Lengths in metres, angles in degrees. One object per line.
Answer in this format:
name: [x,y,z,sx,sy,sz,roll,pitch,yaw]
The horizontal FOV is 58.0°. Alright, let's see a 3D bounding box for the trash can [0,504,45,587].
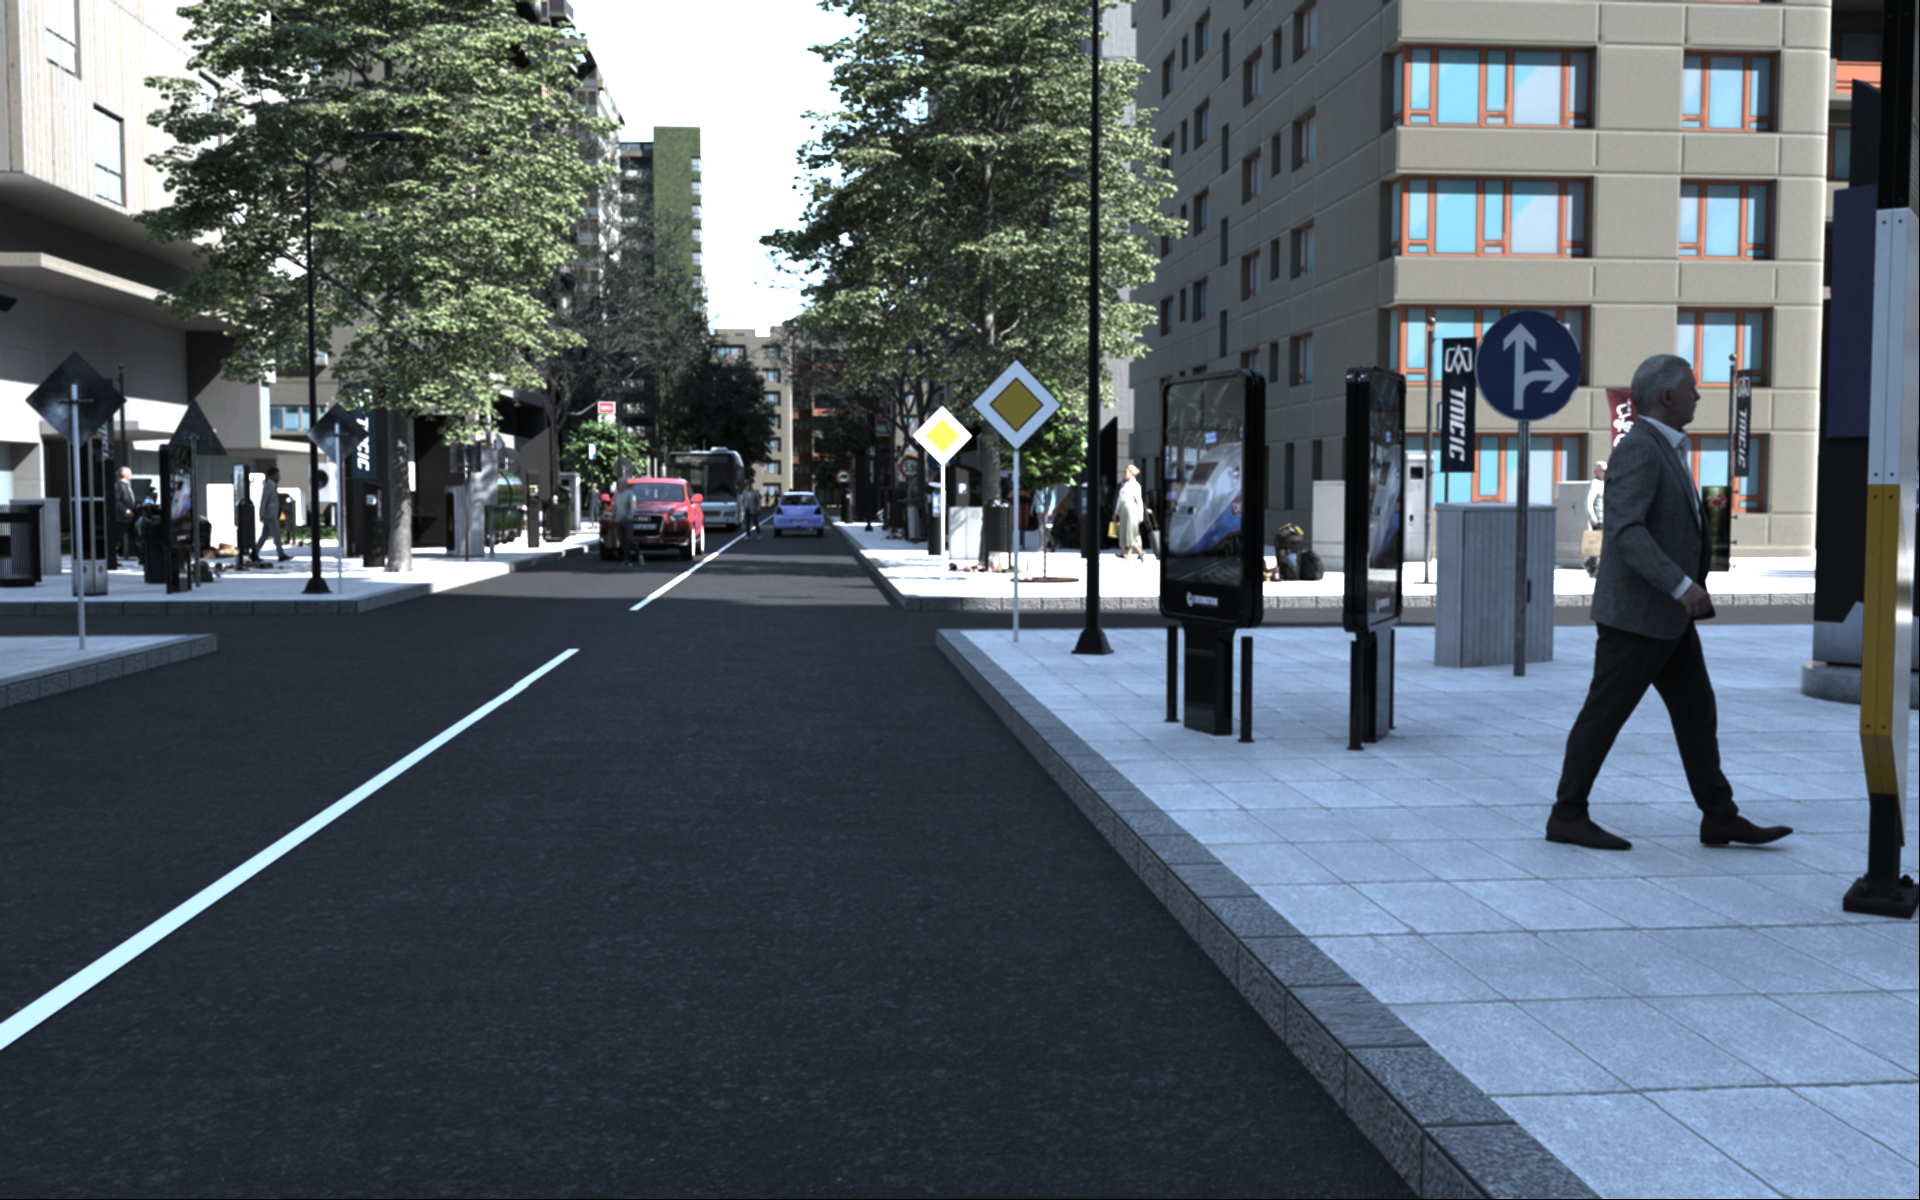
trash can: [-13.081,-0.755,23.990,0.748,1.137,0.748,0,3,0]

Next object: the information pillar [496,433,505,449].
information pillar: [-17.553,-4.579,66.214,0.504,3.616,0.183,3,5,41]

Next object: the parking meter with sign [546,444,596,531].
parking meter with sign: [-13.549,-3.906,60.120,1.738,3.016,0.543,1,4,13]

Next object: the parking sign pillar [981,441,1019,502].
parking sign pillar: [1.628,-5.431,77.273,1.447,3.967,1.447,2,4,24]

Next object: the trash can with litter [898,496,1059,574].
trash can with litter: [0.410,-1.074,28.616,2.233,1.210,1.678,3,5,43]

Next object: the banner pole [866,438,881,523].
banner pole: [-3.844,-5.366,77.752,0.863,3.779,0.401,1,4,16]

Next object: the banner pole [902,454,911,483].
banner pole: [-3.043,-6.598,97.895,0.863,3.779,0.401,-3,5,-43]

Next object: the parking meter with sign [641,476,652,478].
parking meter with sign: [-13.164,-4.614,71.696,1.738,3.016,0.543,1,4,22]

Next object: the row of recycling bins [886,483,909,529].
row of recycling bins: [-1.729,-3.589,65.789,1.069,1.692,3.534,1,4,13]

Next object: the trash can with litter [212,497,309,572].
trash can with litter: [-12.401,-1.125,29.451,1.678,1.210,2.233,0,4,1]

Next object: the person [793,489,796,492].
person: [-10.588,-6.268,111.684,1.217,1.736,0.721,3,5,39]

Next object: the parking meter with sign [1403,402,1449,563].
parking meter with sign: [8.472,-2.217,32.504,1.738,3.016,0.543,-2,4,-24]

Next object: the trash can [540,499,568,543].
trash can: [-10.716,-2.083,45.710,0.748,1.137,0.748,0,3,0]

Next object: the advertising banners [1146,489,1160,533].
advertising banners: [5.840,-3.125,47.284,0.090,3.025,2.074,-3,4,-38]

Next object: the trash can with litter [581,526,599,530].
trash can with litter: [-13.749,-3.126,62.174,2.233,1.210,1.678,0,4,-3]

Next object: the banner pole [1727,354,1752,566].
banner pole: [13.833,-2.496,30.827,0.401,3.779,0.863,0,4,-5]

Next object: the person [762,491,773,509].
person: [-18.319,-9.496,164.476,1.217,1.743,0.721,0,4,2]

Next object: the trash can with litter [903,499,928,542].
trash can with litter: [-1.132,-2.178,47.005,0.624,1.170,1.055,-2,4,-26]

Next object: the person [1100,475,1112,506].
person: [4.069,-2.682,49.800,0.836,1.842,0.656,2,4,28]

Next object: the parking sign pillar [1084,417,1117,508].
parking sign pillar: [4.880,-4.374,59.980,1.447,3.967,1.447,3,5,44]

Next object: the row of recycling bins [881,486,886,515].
row of recycling bins: [-4.136,-5.195,92.047,1.069,1.692,3.534,-1,4,-20]

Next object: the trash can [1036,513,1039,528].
trash can: [2.676,-3.168,63.453,0.748,1.137,0.748,0,3,0]

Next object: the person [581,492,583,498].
person: [-29.029,-7.498,131.875,0.697,1.427,0.421,-3,5,-43]

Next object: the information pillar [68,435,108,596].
information pillar: [-10.973,-1.058,21.792,0.304,2.012,0.304,0,4,4]

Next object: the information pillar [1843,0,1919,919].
information pillar: [2.838,-0.849,5.234,0.183,3.616,0.504,2,4,34]

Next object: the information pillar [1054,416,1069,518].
information pillar: [2.590,-3.237,44.285,0.504,3.616,0.183,-3,5,-44]

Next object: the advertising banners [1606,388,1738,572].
advertising banners: [11.703,-1.979,28.542,2.074,3.025,0.090,1,4,12]

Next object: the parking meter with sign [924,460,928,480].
parking meter with sign: [-1.458,-5.550,87.000,0.543,3.016,1.738,-3,5,-41]

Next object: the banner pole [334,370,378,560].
banner pole: [-11.914,-2.697,34.113,0.863,3.779,0.401,-2,4,-25]

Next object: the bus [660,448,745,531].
bus: [-10.055,-4.548,69.216,2.948,3.499,13.247,0,4,-6]

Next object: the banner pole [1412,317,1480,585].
banner pole: [6.870,-2.109,24.497,0.863,3.779,0.401,1,4,20]

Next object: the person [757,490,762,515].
person: [-13.835,-6.673,118.531,0.541,1.710,0.530,0,4,-1]

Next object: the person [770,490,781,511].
person: [-15.096,-8.156,142.569,1.217,1.743,0.721,-2,4,-28]

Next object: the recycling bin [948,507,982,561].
recycling bin: [0.195,-1.291,33.655,0.722,1.027,0.722,1,4,12]

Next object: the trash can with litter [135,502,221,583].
trash can with litter: [-11.330,-0.838,25.095,1.055,1.170,0.624,-2,4,-35]

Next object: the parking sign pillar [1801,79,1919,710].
parking sign pillar: [6.094,-1.364,10.776,1.447,3.967,1.447,-2,4,-34]

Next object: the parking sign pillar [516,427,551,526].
parking sign pillar: [-17.124,-4.955,69.484,1.447,3.967,1.447,-3,4,-37]

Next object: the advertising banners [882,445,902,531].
advertising banners: [-2.414,-4.011,61.761,0.090,3.025,2.074,1,4,17]

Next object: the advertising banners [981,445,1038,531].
advertising banners: [1.706,-3.928,60.409,2.074,3.025,0.090,1,4,13]

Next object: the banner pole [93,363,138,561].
banner pole: [-16.191,-2.632,33.049,0.401,3.779,0.863,3,4,38]

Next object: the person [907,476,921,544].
person: [-1.174,-2.328,44.660,0.362,1.759,0.519,1,4,12]

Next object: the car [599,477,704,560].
car: [-6.952,-1.877,39.363,2.281,1.827,5.304,0,4,-5]

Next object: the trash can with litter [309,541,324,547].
trash can with litter: [-16.628,-1.954,43.009,1.678,1.210,2.233,-2,4,-35]

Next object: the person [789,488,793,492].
person: [-11.927,-6.979,122.540,0.705,1.831,1.348,0,4,-3]

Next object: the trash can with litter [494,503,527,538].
trash can with litter: [-13.165,-2.382,50.332,0.624,1.170,1.055,3,5,44]

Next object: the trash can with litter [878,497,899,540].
trash can with litter: [-1.238,-2.341,49.337,2.233,1.210,1.678,-1,4,-11]

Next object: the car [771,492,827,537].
car: [-5.525,-3.048,59.429,1.945,1.707,3.694,0,4,-5]

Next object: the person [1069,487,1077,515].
person: [3.447,-2.901,53.652,0.526,1.800,0.537,-1,4,-14]

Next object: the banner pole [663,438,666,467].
banner pole: [-13.115,-5.329,77.143,0.401,3.779,0.863,0,4,-6]
